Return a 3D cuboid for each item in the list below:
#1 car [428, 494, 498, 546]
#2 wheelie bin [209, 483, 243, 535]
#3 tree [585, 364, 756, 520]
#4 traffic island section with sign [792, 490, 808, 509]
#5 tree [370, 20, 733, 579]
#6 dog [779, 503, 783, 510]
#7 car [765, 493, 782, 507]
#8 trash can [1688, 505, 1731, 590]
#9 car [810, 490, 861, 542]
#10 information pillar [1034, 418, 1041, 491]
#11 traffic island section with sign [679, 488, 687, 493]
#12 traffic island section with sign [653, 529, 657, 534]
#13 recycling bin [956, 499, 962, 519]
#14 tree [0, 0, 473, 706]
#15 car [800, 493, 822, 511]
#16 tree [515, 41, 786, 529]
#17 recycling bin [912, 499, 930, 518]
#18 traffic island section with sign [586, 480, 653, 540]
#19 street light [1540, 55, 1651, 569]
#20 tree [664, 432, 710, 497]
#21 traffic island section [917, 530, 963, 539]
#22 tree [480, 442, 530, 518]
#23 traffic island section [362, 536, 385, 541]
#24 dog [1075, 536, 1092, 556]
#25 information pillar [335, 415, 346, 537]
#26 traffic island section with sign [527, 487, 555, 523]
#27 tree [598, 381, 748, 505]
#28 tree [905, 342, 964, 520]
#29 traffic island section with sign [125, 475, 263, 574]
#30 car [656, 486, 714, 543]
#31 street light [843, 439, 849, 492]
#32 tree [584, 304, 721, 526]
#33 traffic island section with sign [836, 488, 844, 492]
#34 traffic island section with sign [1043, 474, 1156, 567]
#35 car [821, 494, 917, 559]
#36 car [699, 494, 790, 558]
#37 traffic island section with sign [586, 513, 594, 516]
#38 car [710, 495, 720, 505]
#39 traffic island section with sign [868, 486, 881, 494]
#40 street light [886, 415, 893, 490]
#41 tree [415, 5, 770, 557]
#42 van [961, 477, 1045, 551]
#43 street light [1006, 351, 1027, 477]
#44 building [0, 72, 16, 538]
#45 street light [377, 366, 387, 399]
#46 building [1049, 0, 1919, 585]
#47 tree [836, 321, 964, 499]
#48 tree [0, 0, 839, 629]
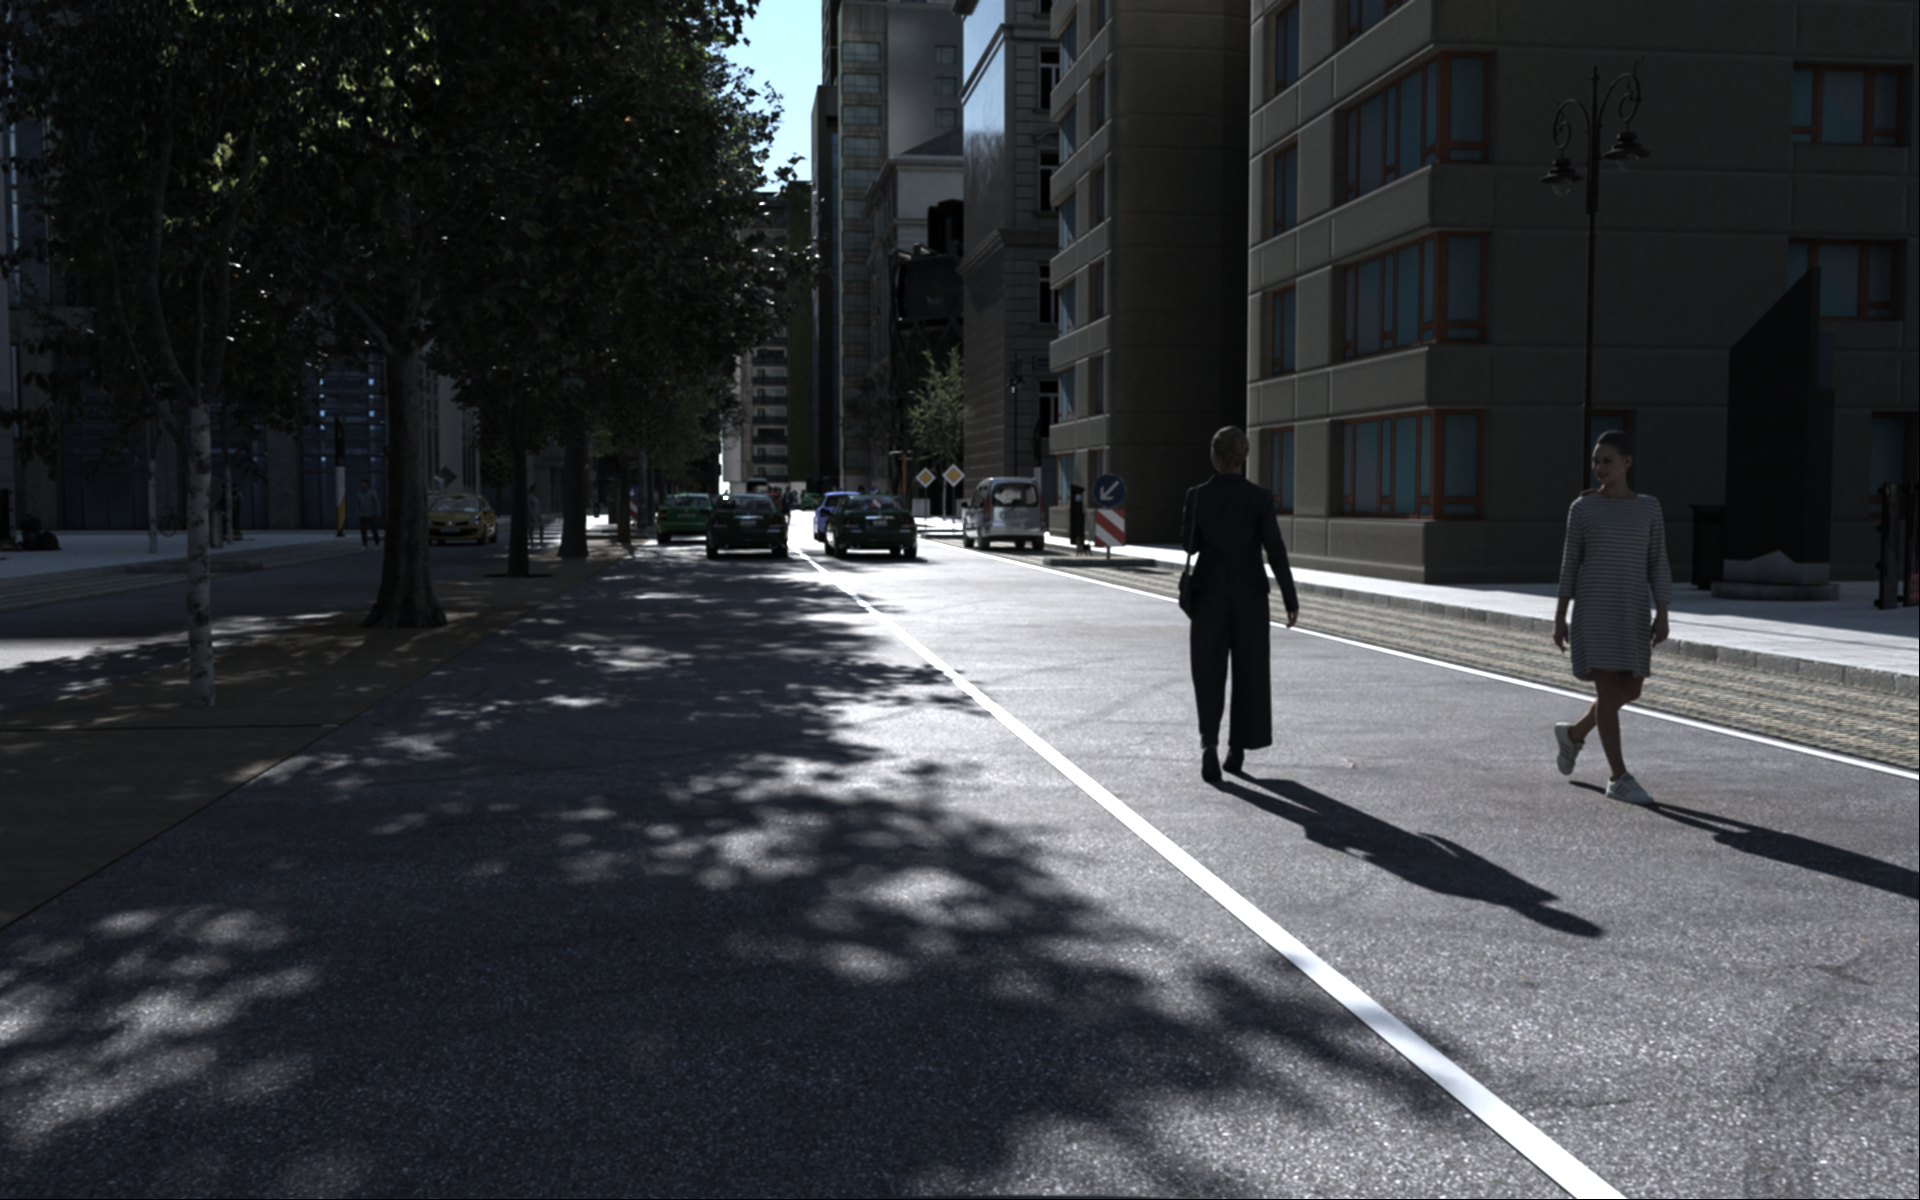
[{"bbox_3d":[-14.217,-2.387,49.247,2.015,1.641,3.980,-1,4,-8],"label":"car"},{"bbox_3d":[-20.825,-2.525,49.194,0.693,1.594,0.980,3,5,42],"label":"wheelie bin"},{"bbox_3d":[-16.280,-11.128,94.766,12.009,13.543,11.850,0,3,0],"label":"tree"},{"bbox_3d":[-14.857,-9.589,165.411,1.989,1.847,2.006,0,4,-8],"label":"traffic island section with sign"},{"bbox_3d":[-7.467,-6.184,29.314,9.928,11.665,9.643,0,3,0],"label":"tree"},{"bbox_3d":[-13.121,-6.610,124.904,0.800,0.831,0.513,0,4,1],"label":"dog"},{"bbox_3d":[-14.256,-7.382,129.743,2.155,1.783,4.494,0,4,-8],"label":"car"},{"bbox_3d":[10.144,-0.707,23.206,0.748,1.137,0.748,0,3,0],"label":"trash can"},{"bbox_3d":[-3.646,-2.693,53.622,1.945,1.707,3.694,0,4,-7],"label":"car"},{"bbox_3d":[2.393,-3.793,53.373,0.183,3.616,0.504,-1,4,-15],"label":"information pillar"},{"bbox_3d":[-21.923,-7.877,136.927,2.006,1.907,1.989,0,4,-8],"label":"traffic island section with sign"},{"bbox_3d":[-11.902,-3.322,62.457,2.006,1.907,1.989,0,4,-8],"label":"traffic island section with sign"},{"bbox_3d":[0.187,-4.689,89.215,0.722,1.027,0.722,0,4,8],"label":"recycling bin"},{"bbox_3d":[-5.159,-3.598,11.654,4.360,8.622,3.978,0,3,0],"label":"tree"},{"bbox_3d":[-12.523,-8.413,146.345,1.959,1.807,4.718,0,4,-8],"label":"car"},{"bbox_3d":[-13.590,-12.762,67.005,12.611,20.169,13.585,0,3,0],"label":"tree"},{"bbox_3d":[-2.096,-4.926,93.100,0.722,1.027,0.722,-3,5,-41],"label":"recycling bin"},{"bbox_3d":[-10.924,-2.873,55.115,2.006,1.907,1.989,0,4,-8],"label":"traffic island section with sign"},{"bbox_3d":[6.852,-2.818,18.860,0.468,5.910,1.993,0,4,-8],"label":"street light"},{"bbox_3d":[-18.453,-9.841,113.712,4.737,8.622,4.395,0,3,0],"label":"tree"},{"bbox_3d":[-0.189,-2.081,56.311,2.009,0.180,2.903,0,4,-8],"label":"traffic island section"},{"bbox_3d":[-25.061,-6.733,93.799,4.285,4.588,4.351,0,3,0],"label":"tree"},{"bbox_3d":[-17.328,-1.941,54.021,2.009,0.180,2.903,0,4,-8],"label":"traffic island section"},{"bbox_3d":[2.706,-1.134,37.825,0.406,0.507,0.540,0,4,-2],"label":"dog"},{"bbox_3d":[-18.561,-3.701,51.862,0.183,3.616,0.504,0,4,3],"label":"information pillar"},{"bbox_3d":[-21.471,-4.808,87.238,1.989,1.847,2.006,0,4,-8],"label":"traffic island section with sign"},{"bbox_3d":[-14.606,-9.066,85.104,8.767,10.594,7.601,0,4,-8],"label":"tree"},{"bbox_3d":[-0.784,-8.220,84.754,4.360,8.622,3.978,0,3,0],"label":"tree"},{"bbox_3d":[-14.032,-1.425,31.920,1.989,1.847,2.006,0,4,-8],"label":"traffic island section with sign"},{"bbox_3d":[-8.154,-2.654,52.192,1.959,1.807,4.718,0,4,-7],"label":"car"},{"bbox_3d":[-9.186,-10.136,138.515,0.468,5.910,1.993,0,4,-8],"label":"street light"},{"bbox_3d":[-13.986,-9.593,77.429,7.486,12.596,7.792,0,3,0],"label":"tree"},{"bbox_3d":[-8.126,-6.530,115.393,1.989,1.847,2.006,0,4,-8],"label":"traffic island section with sign"},{"bbox_3d":[2.723,-1.596,34.721,1.989,1.847,2.006,0,4,-8],"label":"traffic island section with sign"},{"bbox_3d":[-2.096,-1.722,39.953,2.131,1.459,4.920,-1,4,-9],"label":"car"},{"bbox_3d":[-4.971,-1.732,40.122,2.131,1.459,4.920,-1,4,-9],"label":"car"},{"bbox_3d":[-25.062,-6.442,113.954,1.989,1.847,2.006,0,4,-8],"label":"traffic island section with sign"},{"bbox_3d":[-24.176,-9.723,171.336,2.083,1.381,4.827,0,4,-7],"label":"car"},{"bbox_3d":[-4.541,-4.896,88.676,1.989,1.847,2.006,0,4,-8],"label":"traffic island section with sign"},{"bbox_3d":[-4.175,-7.852,101.162,0.468,5.910,1.993,0,4,-8],"label":"street light"},{"bbox_3d":[-8.830,-7.952,39.123,9.857,13.997,8.962,0,3,0],"label":"tree"},{"bbox_3d":[1.102,-2.325,45.030,2.013,2.044,4.112,0,4,-8],"label":"van"},{"bbox_3d":[1.806,-5.091,56.029,0.468,5.910,1.993,0,4,-8],"label":"street light"},{"bbox_3d":[-38.818,-30.384,38.781,28.212,58.520,21.231,0,4,-8],"label":"building"},{"bbox_3d":[-20.459,-5.456,61.986,0.468,5.910,1.993,0,4,-8],"label":"street light"},{"bbox_3d":[18.361,-11.926,40.027,27.650,21.520,28.899,0,4,-8],"label":"building"},{"bbox_3d":[-2.500,-9.769,94.134,8.767,10.594,7.601,-1,4,-9],"label":"tree"},{"bbox_3d":[-6.015,-6.060,18.551,9.611,12.733,9.660,0,3,0],"label":"tree"}]
